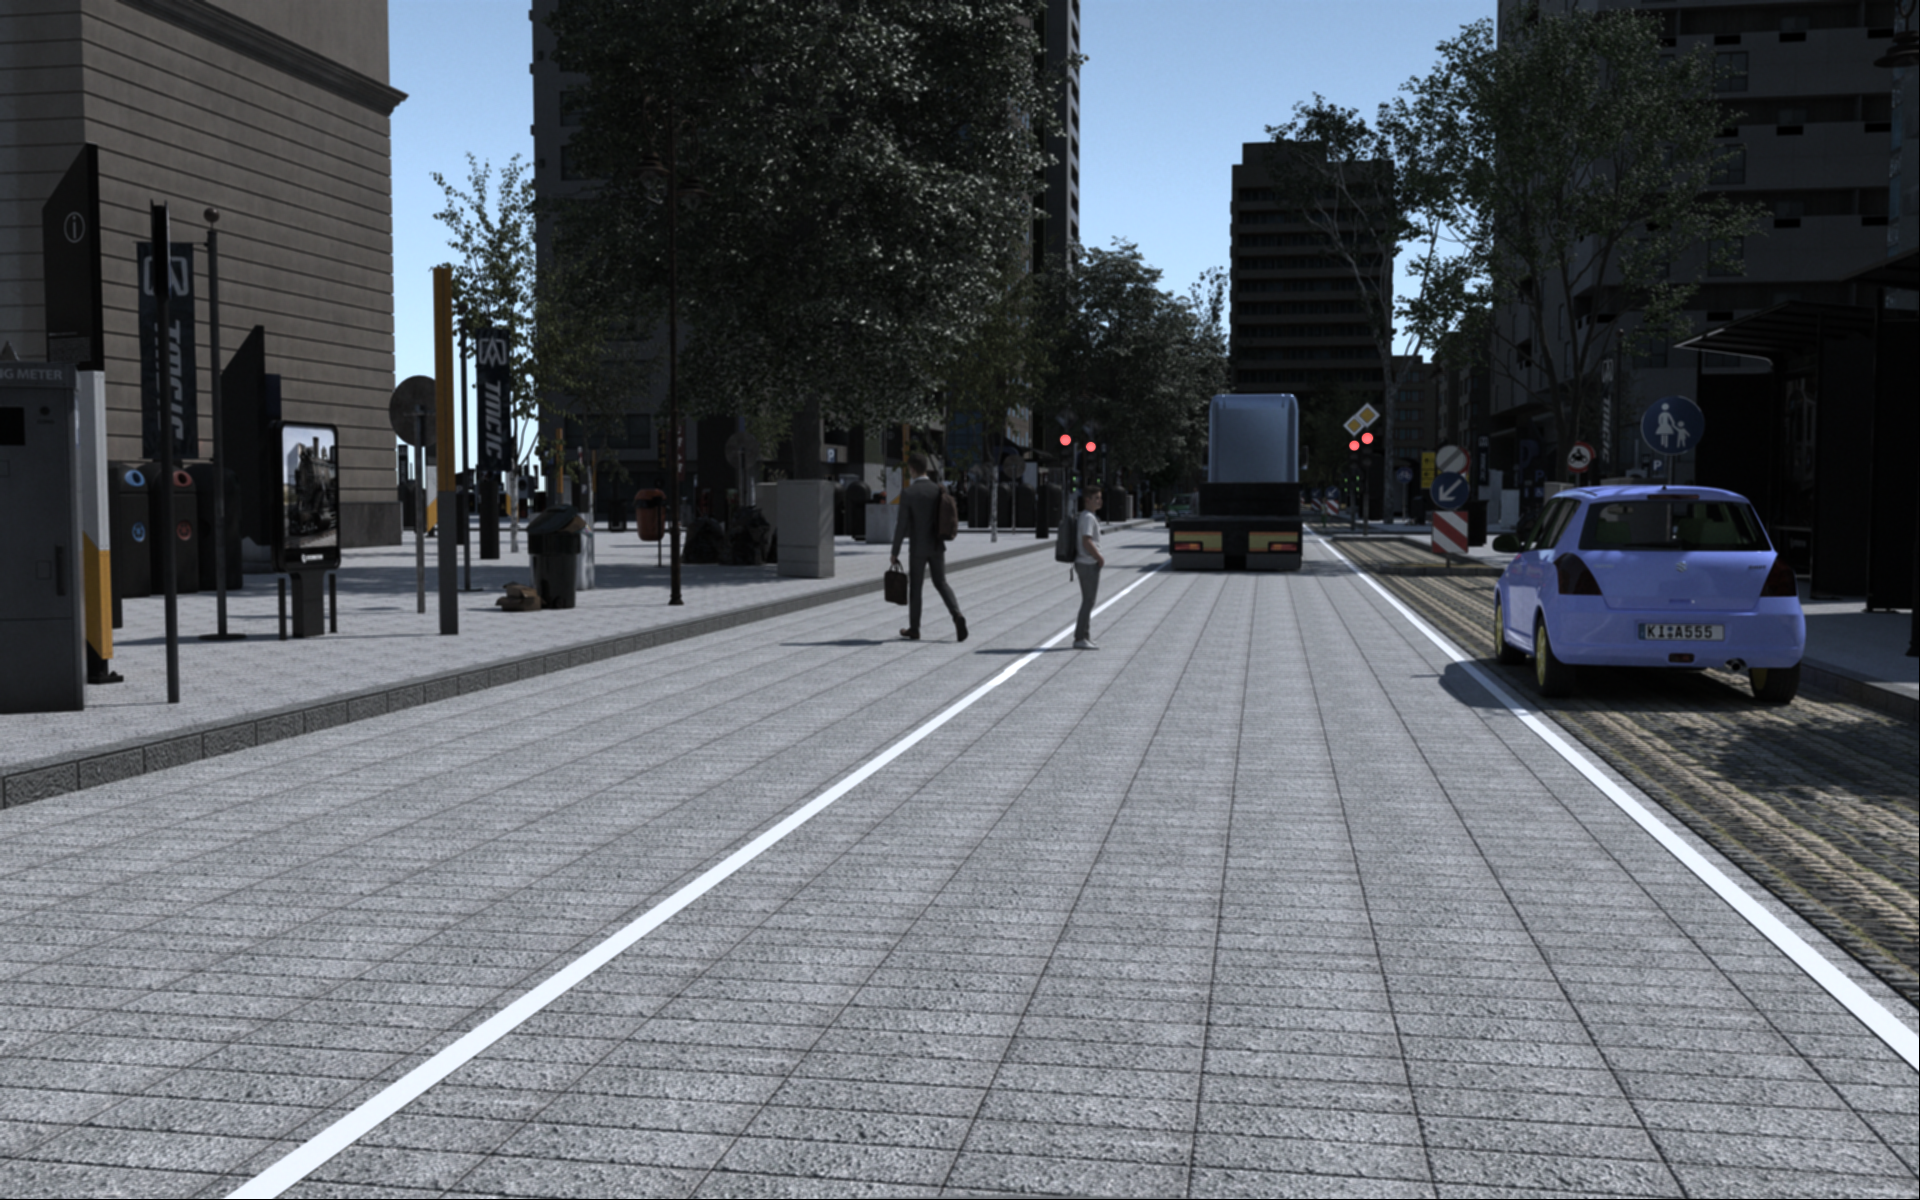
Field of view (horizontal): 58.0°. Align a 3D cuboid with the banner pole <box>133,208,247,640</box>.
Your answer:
[{"bbox_3d":[-6.772,-1.542,15.221,0.863,3.779,0.401,-1,4,-8],"label":"banner pole"}]

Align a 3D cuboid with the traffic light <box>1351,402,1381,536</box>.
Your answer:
[{"bbox_3d":[12.453,-3.929,53.154,0.839,4.253,0.868,1,4,10],"label":"traffic light"}]

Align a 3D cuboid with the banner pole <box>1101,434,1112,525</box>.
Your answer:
[{"bbox_3d":[6.045,-5.014,71.988,0.401,3.779,0.863,2,4,31],"label":"banner pole"}]

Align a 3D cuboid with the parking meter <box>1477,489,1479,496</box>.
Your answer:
[{"bbox_3d":[33.371,-6.435,110.930,0.399,1.863,0.255,-1,4,-11],"label":"parking meter"}]

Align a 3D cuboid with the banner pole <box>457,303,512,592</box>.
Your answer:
[{"bbox_3d":[-6.336,-2.016,22.981,0.863,3.779,0.401,-2,4,-33],"label":"banner pole"}]

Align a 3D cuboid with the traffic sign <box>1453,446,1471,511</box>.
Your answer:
[{"bbox_3d":[13.192,-2.814,46.123,0.768,2.556,0.104,1,4,11],"label":"traffic sign"}]

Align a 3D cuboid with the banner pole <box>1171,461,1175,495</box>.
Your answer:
[{"bbox_3d":[16.157,-8.888,135.330,0.863,3.779,0.401,-2,4,-24],"label":"banner pole"}]

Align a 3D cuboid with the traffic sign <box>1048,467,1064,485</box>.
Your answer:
[{"bbox_3d":[3.666,-3.922,66.257,0.606,2.300,0.079,1,4,16],"label":"traffic sign"}]

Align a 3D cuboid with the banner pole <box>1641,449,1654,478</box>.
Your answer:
[{"bbox_3d":[37.970,-6.453,95.529,0.401,3.779,0.863,-3,5,-45],"label":"banner pole"}]

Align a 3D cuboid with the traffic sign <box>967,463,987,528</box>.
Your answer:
[{"bbox_3d":[0.616,-3.872,64.496,0.795,2.450,0.064,1,4,20],"label":"traffic sign"}]

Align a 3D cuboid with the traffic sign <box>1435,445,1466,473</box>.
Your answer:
[{"bbox_3d":[12.777,-2.757,45.189,0.768,2.556,0.104,1,4,12],"label":"traffic sign"}]

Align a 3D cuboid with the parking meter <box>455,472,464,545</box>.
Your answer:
[{"bbox_3d":[-12.603,-2.321,43.663,0.399,1.863,0.255,0,4,-4],"label":"parking meter"}]

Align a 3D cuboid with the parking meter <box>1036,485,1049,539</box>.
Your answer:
[{"bbox_3d":[2.374,-2.542,49.973,0.372,1.533,0.369,0,3,0],"label":"parking meter"}]

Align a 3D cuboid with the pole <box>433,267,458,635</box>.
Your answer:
[{"bbox_3d":[-4.678,-1.340,15.749,0.158,3.312,0.155,0,3,0],"label":"pole"}]

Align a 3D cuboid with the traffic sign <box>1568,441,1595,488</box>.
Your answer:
[{"bbox_3d":[14.856,-2.542,41.667,0.768,2.556,0.104,1,4,15],"label":"traffic sign"}]

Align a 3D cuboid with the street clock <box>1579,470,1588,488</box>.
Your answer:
[{"bbox_3d":[15.111,-2.296,42.105,0.358,2.002,0.471,1,4,15],"label":"street clock"}]

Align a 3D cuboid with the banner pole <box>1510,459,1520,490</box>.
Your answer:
[{"bbox_3d":[39.404,-8.148,123.244,0.863,3.779,0.401,1,4,20],"label":"banner pole"}]

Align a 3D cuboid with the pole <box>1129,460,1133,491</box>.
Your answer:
[{"bbox_3d":[9.924,-6.524,100.517,0.158,3.312,0.155,0,3,0],"label":"pole"}]

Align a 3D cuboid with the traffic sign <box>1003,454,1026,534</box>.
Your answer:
[{"bbox_3d":[1.724,-3.385,55.452,0.768,2.556,0.104,1,4,19],"label":"traffic sign"}]

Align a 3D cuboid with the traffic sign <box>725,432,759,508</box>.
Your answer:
[{"bbox_3d":[-4.469,-2.157,35.379,0.768,2.556,0.104,1,4,18],"label":"traffic sign"}]

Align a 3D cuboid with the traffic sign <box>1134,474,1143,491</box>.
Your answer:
[{"bbox_3d":[10.914,-6.544,107.100,0.768,2.556,0.104,1,4,14],"label":"traffic sign"}]

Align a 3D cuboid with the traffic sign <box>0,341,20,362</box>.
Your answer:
[{"bbox_3d":[-8.080,-0.901,14.730,0.884,2.594,0.081,1,4,19],"label":"traffic sign"}]

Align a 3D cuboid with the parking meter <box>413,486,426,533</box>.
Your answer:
[{"bbox_3d":[-17.631,-2.943,56.528,0.372,1.533,0.369,0,3,0],"label":"parking meter"}]

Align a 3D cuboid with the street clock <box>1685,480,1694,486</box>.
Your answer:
[{"bbox_3d":[37.959,-5.232,90.111,0.358,2.002,0.471,-2,4,-31],"label":"street clock"}]

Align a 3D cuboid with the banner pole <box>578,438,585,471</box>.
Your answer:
[{"bbox_3d":[-16.721,-5.295,76.594,0.401,3.779,0.863,1,4,12],"label":"banner pole"}]

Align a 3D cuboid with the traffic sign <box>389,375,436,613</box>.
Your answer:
[{"bbox_3d":[-5.811,-1.131,18.604,0.768,2.556,0.104,1,4,18],"label":"traffic sign"}]

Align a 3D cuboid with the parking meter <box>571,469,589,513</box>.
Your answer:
[{"bbox_3d":[-9.002,-2.163,41.075,0.255,1.863,0.399,2,4,25],"label":"parking meter"}]

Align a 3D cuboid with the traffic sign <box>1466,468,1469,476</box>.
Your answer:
[{"bbox_3d":[17.741,-3.769,61.729,0.768,2.556,0.104,1,4,15],"label":"traffic sign"}]

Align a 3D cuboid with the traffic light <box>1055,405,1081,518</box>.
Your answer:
[{"bbox_3d":[3.380,-4.026,54.739,0.839,4.253,0.868,1,4,10],"label":"traffic light"}]

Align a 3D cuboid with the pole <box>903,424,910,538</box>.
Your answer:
[{"bbox_3d":[-1.570,-3.472,50.603,0.158,3.312,0.155,0,3,0],"label":"pole"}]

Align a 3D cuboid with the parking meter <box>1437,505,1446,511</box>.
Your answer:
[{"bbox_3d":[18.439,-3.542,66.327,0.372,1.533,0.369,0,3,0],"label":"parking meter"}]

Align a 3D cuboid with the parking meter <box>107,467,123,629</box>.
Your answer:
[{"bbox_3d":[-8.210,-0.495,16.508,0.372,1.533,0.369,0,3,0],"label":"parking meter"}]

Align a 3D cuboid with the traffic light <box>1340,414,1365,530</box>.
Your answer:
[{"bbox_3d":[13.846,-4.410,61.018,0.839,4.253,0.868,1,4,10],"label":"traffic light"}]

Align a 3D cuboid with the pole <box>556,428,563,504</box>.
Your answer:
[{"bbox_3d":[-12.426,-3.665,53.769,0.158,3.312,0.155,0,3,0],"label":"pole"}]

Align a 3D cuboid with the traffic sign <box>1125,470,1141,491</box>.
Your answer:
[{"bbox_3d":[9.399,-5.749,94.005,0.884,2.594,0.081,1,4,12],"label":"traffic sign"}]

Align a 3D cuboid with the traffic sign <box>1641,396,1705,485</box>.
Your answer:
[{"bbox_3d":[9.244,-1.371,22.527,0.768,2.556,0.104,1,4,18],"label":"traffic sign"}]

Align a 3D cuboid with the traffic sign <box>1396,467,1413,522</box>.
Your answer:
[{"bbox_3d":[20.752,-4.942,80.906,0.768,2.556,0.104,1,4,16],"label":"traffic sign"}]

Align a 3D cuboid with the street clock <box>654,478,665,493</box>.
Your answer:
[{"bbox_3d":[-13.813,-4.592,79.655,0.471,2.002,0.358,1,4,23],"label":"street clock"}]

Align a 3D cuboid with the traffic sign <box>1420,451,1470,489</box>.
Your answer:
[{"bbox_3d":[23.047,-5.408,82.297,2.265,3.308,0.079,1,4,13],"label":"traffic sign"}]

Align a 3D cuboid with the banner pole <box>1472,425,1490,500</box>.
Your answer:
[{"bbox_3d":[18.781,-4.443,62.658,0.863,3.779,0.401,-1,4,-19],"label":"banner pole"}]

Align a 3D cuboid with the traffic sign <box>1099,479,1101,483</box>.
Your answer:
[{"bbox_3d":[9.099,-6.803,111.328,0.768,2.556,0.104,1,4,15],"label":"traffic sign"}]

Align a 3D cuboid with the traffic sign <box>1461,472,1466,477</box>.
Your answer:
[{"bbox_3d":[13.966,-2.860,48.898,0.606,2.300,0.079,1,4,19],"label":"traffic sign"}]

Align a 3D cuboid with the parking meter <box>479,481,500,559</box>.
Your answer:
[{"bbox_3d":[-9.275,-1.573,34.122,0.372,1.533,0.369,0,3,0],"label":"parking meter"}]

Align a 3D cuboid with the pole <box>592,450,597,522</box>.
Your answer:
[{"bbox_3d":[-16.814,-5.248,79.655,0.158,3.312,0.155,0,3,0],"label":"pole"}]

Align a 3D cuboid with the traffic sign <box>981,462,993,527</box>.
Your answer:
[{"bbox_3d":[1.125,-4.172,68.316,0.768,2.556,0.104,1,4,11],"label":"traffic sign"}]

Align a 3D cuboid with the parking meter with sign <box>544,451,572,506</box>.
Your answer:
[{"bbox_3d":[-16.035,-4.531,70.339,0.543,3.016,1.738,2,4,33],"label":"parking meter with sign"}]

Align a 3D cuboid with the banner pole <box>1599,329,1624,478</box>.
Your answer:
[{"bbox_3d":[10.010,-2.241,26.660,0.401,3.779,0.863,0,4,-3],"label":"banner pole"}]

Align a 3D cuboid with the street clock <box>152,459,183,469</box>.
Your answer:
[{"bbox_3d":[-13.667,-1.550,29.911,0.471,2.002,0.358,1,4,19],"label":"street clock"}]

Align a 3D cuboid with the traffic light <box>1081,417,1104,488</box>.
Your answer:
[{"bbox_3d":[4.772,-4.507,62.602,0.839,4.253,0.868,1,4,10],"label":"traffic light"}]

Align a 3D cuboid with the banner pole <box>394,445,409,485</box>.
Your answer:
[{"bbox_3d":[-24.911,-5.322,77.039,0.863,3.779,0.401,0,4,6],"label":"banner pole"}]

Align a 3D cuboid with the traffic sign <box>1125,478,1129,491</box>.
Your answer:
[{"bbox_3d":[13.189,-8.316,136.072,0.768,2.556,0.104,1,4,19],"label":"traffic sign"}]
